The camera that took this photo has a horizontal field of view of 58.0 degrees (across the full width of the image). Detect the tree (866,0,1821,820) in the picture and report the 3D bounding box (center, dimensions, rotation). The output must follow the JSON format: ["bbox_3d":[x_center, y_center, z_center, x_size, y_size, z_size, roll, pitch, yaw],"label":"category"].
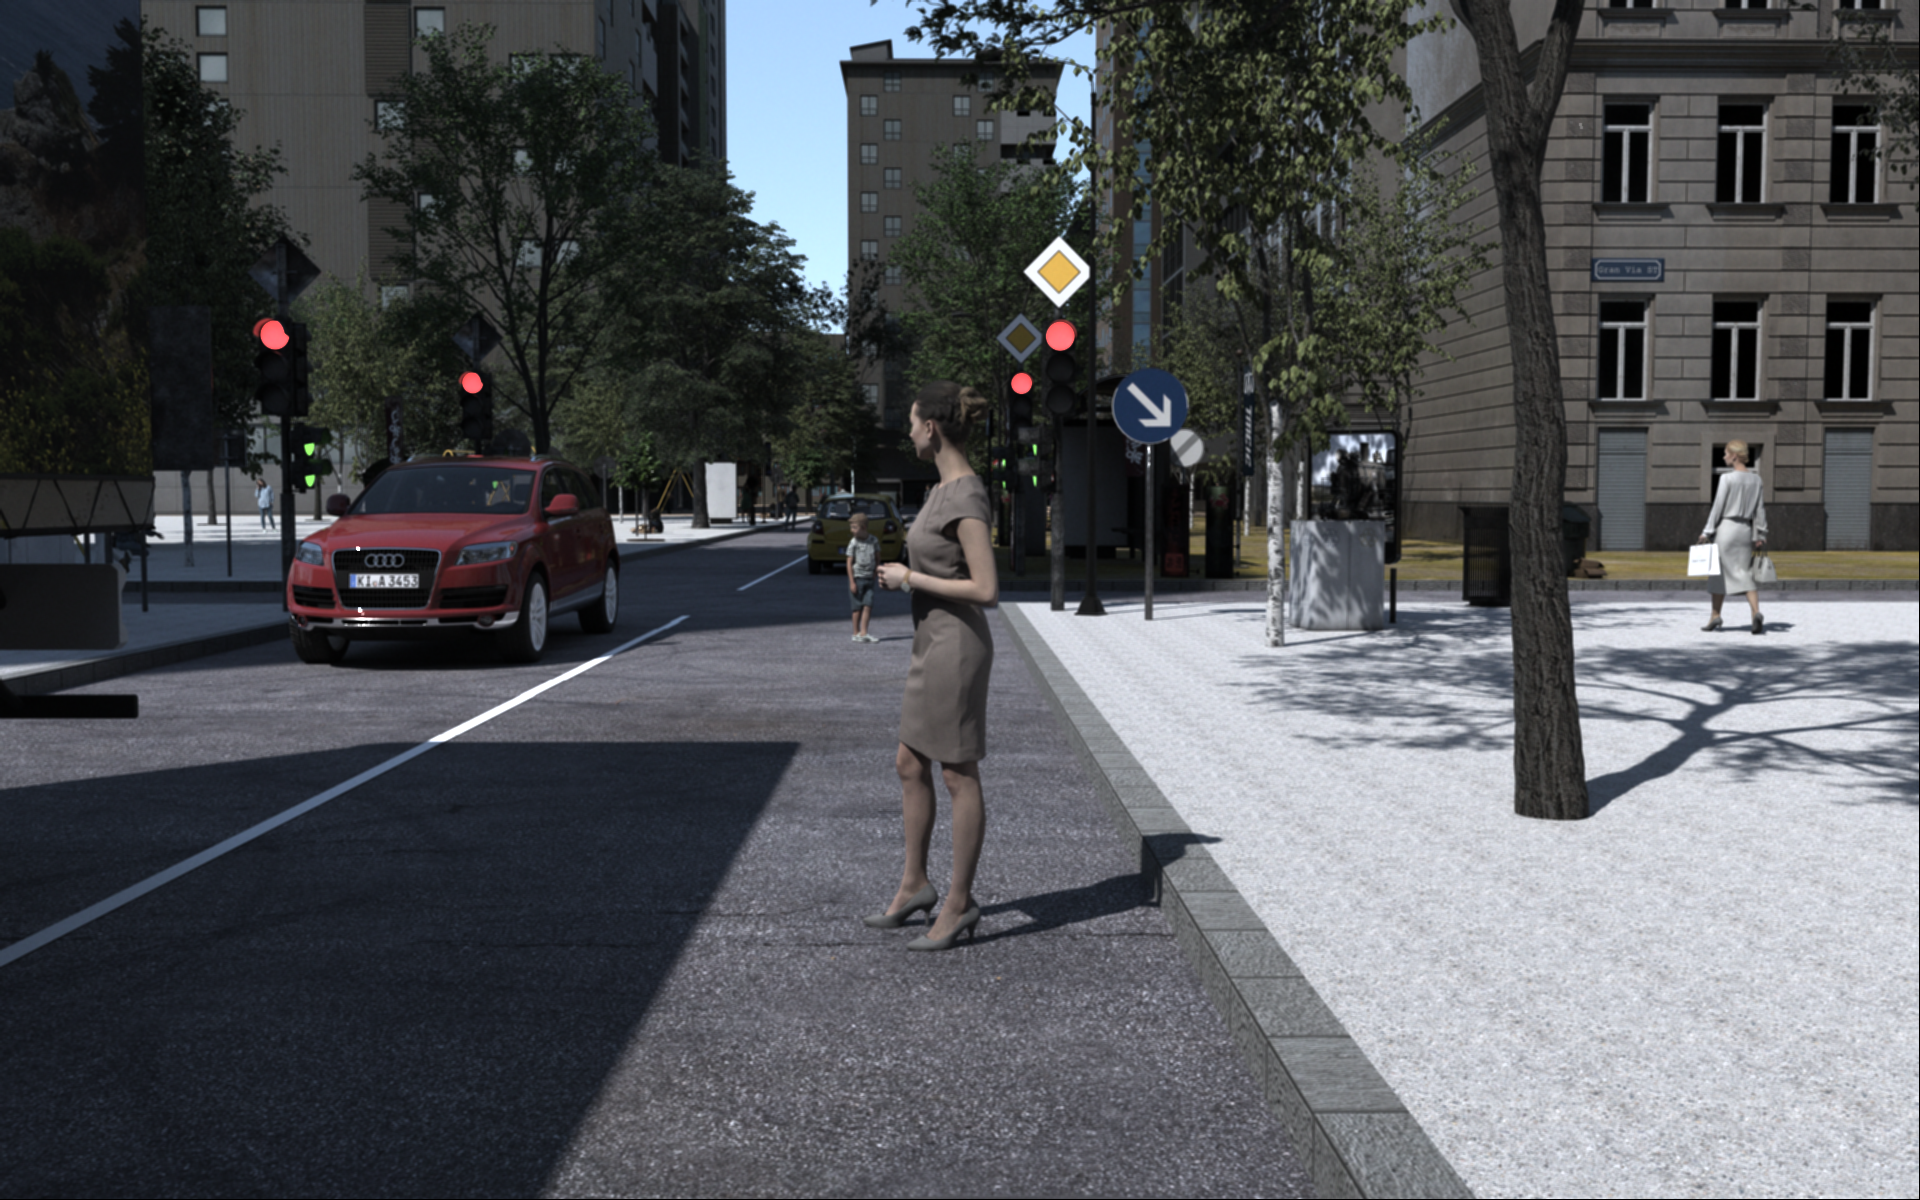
[{"bbox_3d":[2.415,-4.438,6.967,8.767,10.594,7.601,0,4,4],"label":"tree"}]

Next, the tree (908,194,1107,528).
[{"bbox_3d":[1.868,-9.049,66.086,7.486,12.596,7.792,0,3,0],"label":"tree"}]

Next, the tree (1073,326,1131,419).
[{"bbox_3d":[6.431,-7.715,76.497,4.360,8.622,3.978,0,3,0],"label":"tree"}]

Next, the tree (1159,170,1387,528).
[{"bbox_3d":[7.492,-5.418,38.951,4.360,8.622,3.978,0,3,0],"label":"tree"}]

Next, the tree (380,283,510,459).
[{"bbox_3d":[-29.235,-10.862,94.603,9.611,12.733,9.660,0,3,0],"label":"tree"}]

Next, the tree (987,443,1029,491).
[{"bbox_3d":[1.652,-3.894,58.272,1.663,3.219,1.824,0,3,0],"label":"tree"}]

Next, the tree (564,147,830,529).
[{"bbox_3d":[-9.576,-9.630,64.111,9.857,13.997,8.962,0,3,0],"label":"tree"}]

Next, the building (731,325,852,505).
[{"bbox_3d":[-28.183,-22.307,209.763,28.899,21.520,27.650,0,4,-1],"label":"building"}]

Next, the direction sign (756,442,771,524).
[{"bbox_3d":[-8.482,-5.070,74.888,0.379,3.537,0.876,3,4,38],"label":"direction sign"}]

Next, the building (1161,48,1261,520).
[{"bbox_3d":[18.921,-16.382,86.917,14.314,24.678,30.058,0,4,-1],"label":"building"}]

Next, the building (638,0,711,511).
[{"bbox_3d":[-27.839,-27.761,137.491,14.154,41.232,14.086,0,4,-1],"label":"building"}]

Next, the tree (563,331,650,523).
[{"bbox_3d":[-15.215,-7.704,76.321,4.737,8.622,4.395,0,3,0],"label":"tree"}]

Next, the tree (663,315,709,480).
[{"bbox_3d":[-17.500,-10.741,93.745,7.486,12.596,7.792,0,3,0],"label":"tree"}]

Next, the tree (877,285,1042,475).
[{"bbox_3d":[0.744,-11.187,93.284,12.009,13.543,11.850,0,3,0],"label":"tree"}]

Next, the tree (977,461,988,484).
[{"bbox_3d":[0.576,-8.243,118.483,4.285,4.588,4.351,0,3,0],"label":"tree"}]

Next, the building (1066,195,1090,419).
[{"bbox_3d":[26.764,-28.346,155.340,32.217,40.220,23.993,0,4,-1],"label":"building"}]

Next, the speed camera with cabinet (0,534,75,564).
[{"bbox_3d":[-9.483,-1.367,16.690,0.660,3.252,2.038,1,4,10],"label":"speed camera with cabinet"}]

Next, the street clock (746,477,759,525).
[{"bbox_3d":[-8.595,-4.107,71.713,0.471,2.002,0.358,1,4,17],"label":"street clock"}]

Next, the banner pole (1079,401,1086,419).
[{"bbox_3d":[3.202,-3.376,45.221,0.401,3.779,0.863,1,4,14],"label":"banner pole"}]

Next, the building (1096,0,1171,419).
[{"bbox_3d":[18.123,-29.682,135.418,14.600,45.320,14.200,0,4,-1],"label":"building"}]

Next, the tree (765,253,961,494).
[{"bbox_3d":[-8.482,-17.061,134.829,12.611,20.169,13.585,0,3,0],"label":"tree"}]

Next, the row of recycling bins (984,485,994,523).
[{"bbox_3d":[0.958,-4.412,79.244,1.069,1.692,3.534,-1,4,-19],"label":"row of recycling bins"}]

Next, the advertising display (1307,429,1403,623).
[{"bbox_3d":[3.968,-0.748,17.447,0.974,1.923,0.123,3,4,37],"label":"advertising display"}]

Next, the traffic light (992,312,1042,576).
[{"bbox_3d":[0.923,-2.326,26.947,0.839,4.253,0.868,0,4,-1],"label":"traffic light"}]

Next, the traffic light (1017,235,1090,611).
[{"bbox_3d":[1.056,-1.837,18.963,0.839,4.253,0.868,0,4,-1],"label":"traffic light"}]

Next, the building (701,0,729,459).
[{"bbox_3d":[-32.247,-43.880,155.682,20.611,71.187,20.563,0,4,-1],"label":"building"}]

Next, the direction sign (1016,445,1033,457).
[{"bbox_3d":[2.741,-4.979,73.399,0.876,3.537,0.379,-3,4,-36],"label":"direction sign"}]

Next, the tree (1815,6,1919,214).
[{"bbox_3d":[10.295,-3.978,15.409,4.360,8.622,3.978,0,3,0],"label":"tree"}]

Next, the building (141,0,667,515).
[{"bbox_3d":[-35.259,-32.183,115.436,28.713,52.752,27.495,0,4,-1],"label":"building"}]

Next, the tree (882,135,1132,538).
[{"bbox_3d":[1.408,-7.648,50.808,9.928,11.665,9.643,0,3,0],"label":"tree"}]

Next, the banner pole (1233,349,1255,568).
[{"bbox_3d":[4.890,-2.432,29.777,0.401,3.779,0.863,-1,4,-15],"label":"banner pole"}]

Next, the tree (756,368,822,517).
[{"bbox_3d":[-9.623,-9.025,97.919,4.737,8.622,4.395,0,3,0],"label":"tree"}]

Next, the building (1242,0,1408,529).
[{"bbox_3d":[16.624,-13.072,62.871,9.793,20.994,18.267,0,4,-1],"label":"building"}]

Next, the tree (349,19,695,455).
[{"bbox_3d":[-9.410,-6.895,38.496,9.928,11.665,9.643,0,3,0],"label":"tree"}]

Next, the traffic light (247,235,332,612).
[{"bbox_3d":[-7.304,-1.828,18.808,0.839,4.253,0.868,0,4,-1],"label":"traffic light"}]

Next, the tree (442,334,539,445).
[{"bbox_3d":[-20.912,-7.775,77.481,4.360,8.622,3.978,0,3,0],"label":"tree"}]

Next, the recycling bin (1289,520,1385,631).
[{"bbox_3d":[3.596,-0.245,16.556,0.722,1.027,0.722,0,4,-7],"label":"recycling bin"}]

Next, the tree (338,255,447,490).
[{"bbox_3d":[-18.570,-6.370,54.505,4.737,8.622,4.395,0,3,0],"label":"tree"}]

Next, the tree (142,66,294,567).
[{"bbox_3d":[-13.555,-4.880,30.158,4.737,8.622,4.395,0,3,0],"label":"tree"}]

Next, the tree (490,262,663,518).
[{"bbox_3d":[-19.262,-10.194,84.798,7.486,12.596,7.792,0,3,0],"label":"tree"}]

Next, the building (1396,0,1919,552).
[{"bbox_3d":[24.811,-15.061,43.516,25.104,27.353,12.463,0,4,-1],"label":"building"}]

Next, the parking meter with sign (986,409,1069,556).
[{"bbox_3d":[1.433,-2.414,35.726,1.738,3.016,0.543,0,4,-6],"label":"parking meter with sign"}]

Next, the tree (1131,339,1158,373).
[{"bbox_3d":[8.666,-6.990,64.644,4.360,8.622,3.978,0,3,0],"label":"tree"}]

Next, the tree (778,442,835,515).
[{"bbox_3d":[-9.266,-7.440,105.351,4.285,4.588,4.351,0,3,0],"label":"tree"}]

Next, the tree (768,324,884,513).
[{"bbox_3d":[-9.780,-12.104,116.021,7.486,12.596,7.792,0,3,0],"label":"tree"}]

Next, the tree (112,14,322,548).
[{"bbox_3d":[-20.068,-7.597,41.226,9.611,12.733,9.660,0,3,0],"label":"tree"}]

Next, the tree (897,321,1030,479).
[{"bbox_3d":[0.930,-11.741,108.978,9.611,12.733,9.660,0,3,0],"label":"tree"}]

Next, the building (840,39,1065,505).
[{"bbox_3d":[-0.008,-37.988,210.350,27.495,52.752,28.713,0,4,-1],"label":"building"}]

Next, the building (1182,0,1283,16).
[{"bbox_3d":[27.355,-25.981,116.663,32.217,40.220,23.993,0,4,-1],"label":"building"}]

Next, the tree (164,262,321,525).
[{"bbox_3d":[-31.036,-9.840,71.252,12.009,13.543,11.850,0,3,0],"label":"tree"}]

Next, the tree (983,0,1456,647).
[{"bbox_3d":[2.429,-3.905,14.209,4.737,8.622,4.395,0,3,0],"label":"tree"}]

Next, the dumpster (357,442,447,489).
[{"bbox_3d":[-10.169,-1.814,32.155,1.502,2.255,1.985,0,4,-1],"label":"dumpster"}]

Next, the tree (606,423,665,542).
[{"bbox_3d":[-8.530,-3.216,47.177,1.663,3.219,1.824,0,3,0],"label":"tree"}]
